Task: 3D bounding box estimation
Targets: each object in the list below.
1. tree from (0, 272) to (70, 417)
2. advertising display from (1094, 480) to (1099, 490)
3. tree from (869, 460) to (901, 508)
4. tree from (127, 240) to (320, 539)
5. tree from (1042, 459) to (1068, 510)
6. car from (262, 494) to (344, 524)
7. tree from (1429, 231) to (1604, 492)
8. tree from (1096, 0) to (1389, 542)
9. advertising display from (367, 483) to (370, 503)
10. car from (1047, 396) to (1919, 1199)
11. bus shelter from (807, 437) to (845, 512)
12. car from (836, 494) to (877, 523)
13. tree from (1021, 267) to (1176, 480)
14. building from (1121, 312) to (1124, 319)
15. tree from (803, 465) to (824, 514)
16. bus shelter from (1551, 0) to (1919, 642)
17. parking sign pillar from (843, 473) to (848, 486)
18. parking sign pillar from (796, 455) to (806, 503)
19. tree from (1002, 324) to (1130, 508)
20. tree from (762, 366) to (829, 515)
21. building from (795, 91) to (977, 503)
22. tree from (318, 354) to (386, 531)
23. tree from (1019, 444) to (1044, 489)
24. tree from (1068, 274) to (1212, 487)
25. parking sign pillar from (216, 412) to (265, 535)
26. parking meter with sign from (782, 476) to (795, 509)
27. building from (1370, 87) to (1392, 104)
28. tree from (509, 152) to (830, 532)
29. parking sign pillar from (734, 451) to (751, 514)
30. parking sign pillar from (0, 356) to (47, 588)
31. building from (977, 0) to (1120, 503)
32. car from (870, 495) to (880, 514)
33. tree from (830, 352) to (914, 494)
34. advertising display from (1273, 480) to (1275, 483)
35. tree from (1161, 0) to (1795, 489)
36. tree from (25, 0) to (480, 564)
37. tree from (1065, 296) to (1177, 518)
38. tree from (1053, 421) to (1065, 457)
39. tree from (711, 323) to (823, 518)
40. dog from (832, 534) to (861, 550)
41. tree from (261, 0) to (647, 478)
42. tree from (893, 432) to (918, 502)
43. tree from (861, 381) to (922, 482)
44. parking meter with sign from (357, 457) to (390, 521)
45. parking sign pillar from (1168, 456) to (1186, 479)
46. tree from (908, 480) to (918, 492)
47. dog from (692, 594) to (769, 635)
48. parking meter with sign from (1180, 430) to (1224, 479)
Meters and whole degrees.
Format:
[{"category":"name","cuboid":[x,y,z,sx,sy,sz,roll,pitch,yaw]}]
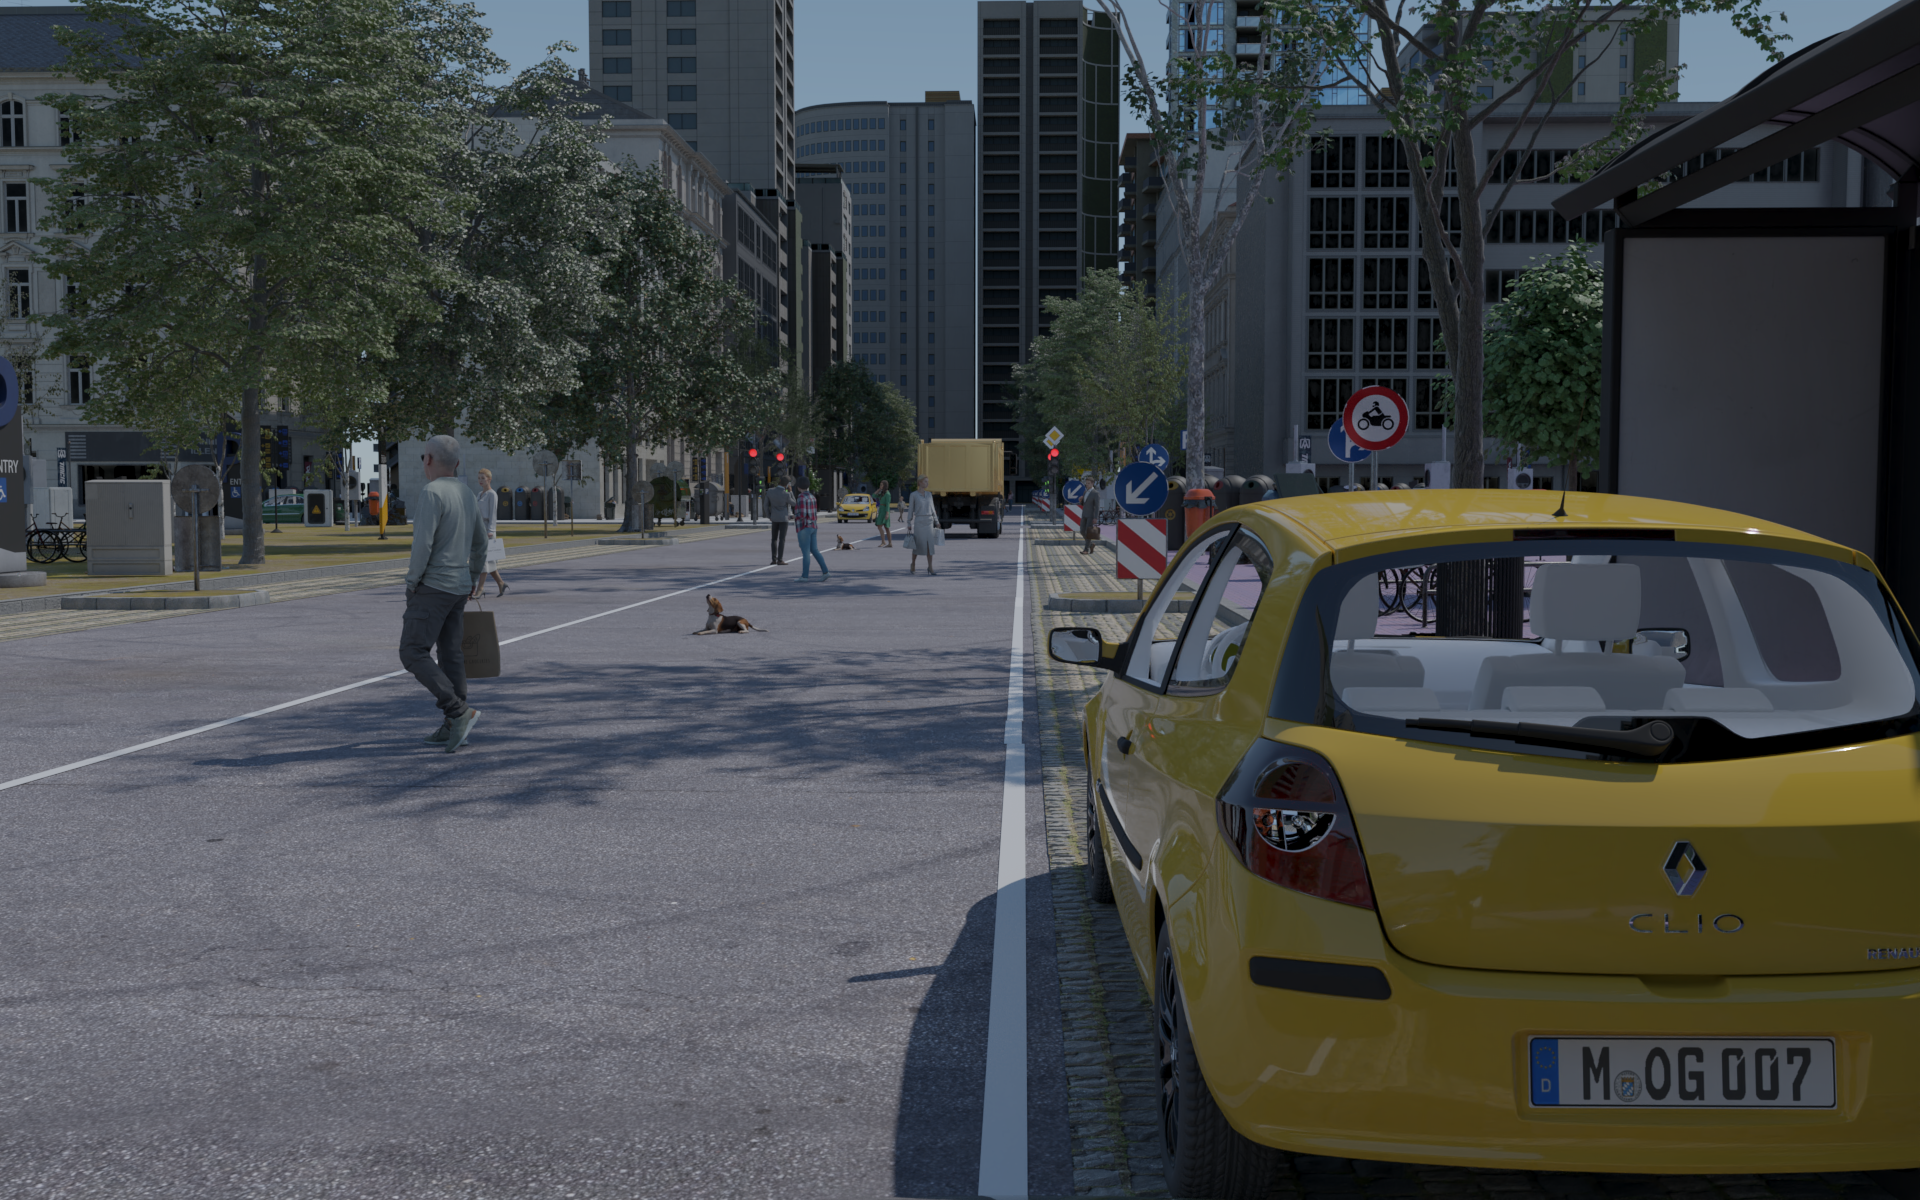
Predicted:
[{"category":"tree","cuboid":[-31.240,-6.440,55.649,4.360,8.622,3.978,0,3,0]},{"category":"advertising display","cuboid":[6.412,-4.692,81.936,0.123,1.923,0.974,-2,4,-30]},{"category":"tree","cuboid":[-7.163,-11.024,163.957,4.285,4.588,4.351,0,3,0]},{"category":"tree","cuboid":[-20.837,-6.019,48.768,4.737,8.622,4.395,0,3,0]},{"category":"tree","cuboid":[9.047,-9.814,144.166,4.285,4.588,4.351,0,3,0]},{"category":"car","cuboid":[-29.620,-3.944,76.280,4.920,1.459,2.131,0,4,2]},{"category":"tree","cuboid":[7.747,-2.321,21.661,4.285,4.588,4.351,0,3,0]},{"category":"tree","cuboid":[6.227,-10.950,34.929,12.611,20.169,13.585,0,3,0]},{"category":"advertising display","cuboid":[-33.761,-5.763,99.435,0.123,1.923,0.974,0,4,6]},{"category":"car","cuboid":[1.273,0.326,4.896,2.015,1.641,3.980,0,4,1]},{"category":"bus shelter","cuboid":[-9.861,-9.050,125.597,2.179,5.291,8.768,0,4,2]},{"category":"car","cuboid":[-5.121,-4.657,86.360,2.015,1.641,3.980,0,4,3]},{"category":"tree","cuboid":[6.901,-10.301,86.547,7.486,12.596,7.792,0,3,0]},{"category":"building","cuboid":[30.634,-29.413,252.603,14.107,30.474,14.160,0,4,2]},{"category":"tree","cuboid":[-9.820,-7.319,114.271,1.663,3.219,1.824,0,3,0]},{"category":"bus shelter","cuboid":[4.094,-0.777,6.633,2.014,3.302,5.546,0,4,2]},{"category":"parking sign pillar","cuboid":[-9.709,-9.846,149.460,1.447,3.967,1.447,1,4,11]},{"category":"parking sign pillar","cuboid":[-10.657,-7.896,117.564,1.447,3.967,1.447,1,4,20]},{"category":"tree","cuboid":[8.144,-13.244,123.189,9.857,13.997,8.962,0,3,0]},{"category":"tree","cuboid":[-9.813,-9.188,100.585,4.360,8.622,3.978,0,3,0]},{"category":"building","cuboid":[-11.735,-43.700,256.500,28.212,58.520,21.231,0,4,2]},{"category":"tree","cuboid":[-21.513,-6.707,60.024,4.737,8.622,4.395,0,3,0]},{"category":"tree","cuboid":[12.521,-18.943,226.729,9.611,12.733,9.660,0,3,0]},{"category":"tree","cuboid":[6.027,-6.562,57.653,4.737,8.622,4.395,0,3,0]},{"category":"parking sign pillar","cuboid":[-22.660,-4.034,54.427,1.447,3.967,1.447,1,4,12]},{"category":"parking meter with sign","cuboid":[-14.592,-9.336,148.902,1.738,3.016,0.543,-2,4,-30]},{"category":"building","cuboid":[52.719,-43.567,254.311,28.212,58.520,21.231,0,4,2]},{"category":"tree","cuboid":[-11.114,-8.664,58.668,9.611,12.733,9.660,0,3,0]},{"category":"parking sign pillar","cuboid":[-13.913,-7.439,110.106,1.447,3.967,1.447,-2,4,-30]},{"category":"parking sign pillar","cuboid":[-13.513,-2.171,23.961,1.447,3.967,1.447,0,4,-1]},{"category":"building","cuboid":[13.041,-49.938,254.740,20.611,71.187,20.563,0,4,2]},{"category":"car","cuboid":[-6.565,-6.774,123.335,1.945,1.354,3.894,0,4,4]},{"category":"tree","cuboid":[-8.915,-13.664,140.417,9.611,12.733,9.660,0,3,0]},{"category":"advertising display","cuboid":[14.824,-4.656,81.343,0.974,1.923,0.123,0,4,1]},{"category":"tree","cuboid":[4.260,-5.448,14.828,9.928,11.665,9.643,0,3,0]},{"category":"tree","cuboid":[-12.598,-6.941,31.610,7.486,12.596,7.792,0,3,0]},{"category":"tree","cuboid":[6.170,-7.030,65.301,4.360,8.622,3.978,0,3,0]},{"category":"tree","cuboid":[8.111,-9.728,109.420,4.360,8.622,3.978,0,3,0]},{"category":"tree","cuboid":[-10.790,-9.671,92.534,7.601,10.594,8.767,0,4,-1]},{"category":"dog","cuboid":[-2.898,-1.469,44.212,0.748,0.427,0.550,0,4,-1]},{"category":"tree","cuboid":[-12.507,-8.274,41.941,9.857,13.997,8.962,0,3,0]},{"category":"tree","cuboid":[-6.353,-14.585,188.828,4.360,8.622,3.978,0,3,0]},{"category":"tree","cuboid":[-7.209,-15.685,174.571,7.486,12.596,7.792,0,3,0]},{"category":"parking meter with sign","cuboid":[-27.698,-5.269,82.403,1.738,3.016,0.543,-1,4,-9]},{"category":"parking sign pillar","cuboid":[13.424,-7.199,106.174,1.447,3.967,1.447,-2,4,-26]},{"category":"tree","cuboid":[-5.850,-14.389,229.858,1.663,3.219,1.824,0,3,0]},{"category":"dog","cuboid":[-2.355,0.145,17.814,0.748,0.427,0.550,0,4,1]},{"category":"parking meter with sign","cuboid":[6.877,-3.136,47.537,1.738,3.016,0.543,-2,4,-34]}]
